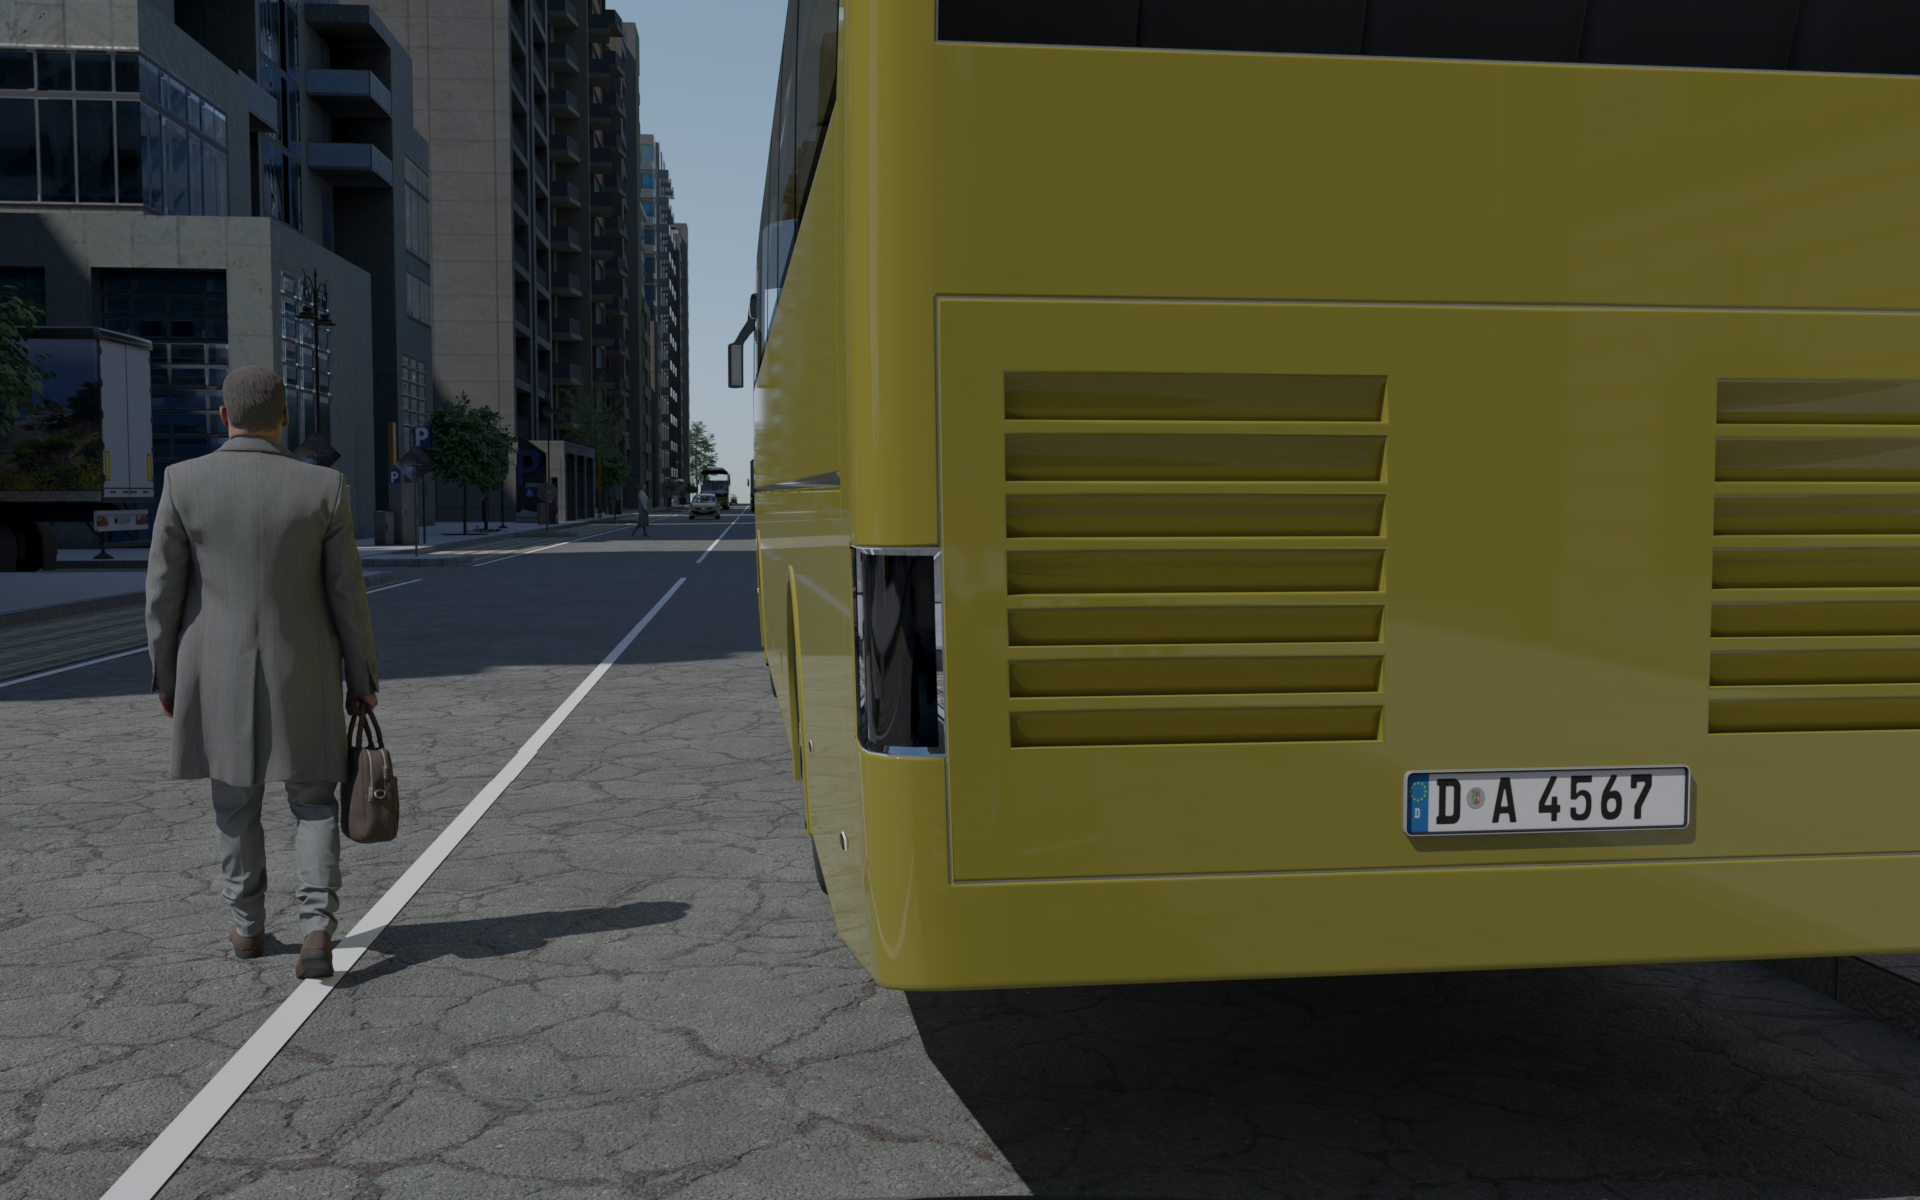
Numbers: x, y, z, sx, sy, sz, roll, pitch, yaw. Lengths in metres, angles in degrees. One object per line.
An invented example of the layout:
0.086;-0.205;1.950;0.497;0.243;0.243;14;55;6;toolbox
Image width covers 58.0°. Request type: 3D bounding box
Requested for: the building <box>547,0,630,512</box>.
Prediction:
-35.509;-28.658;123.175;22.147;44.769;28.867;0;4;-7;building

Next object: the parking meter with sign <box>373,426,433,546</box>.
-14.084;-2.904;43.738;0.543;3.016;1.738;1;4;21;parking meter with sign

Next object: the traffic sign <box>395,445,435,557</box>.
-11.130;-1.943;35.410;0.795;2.450;0.064;0;4;-7;traffic sign

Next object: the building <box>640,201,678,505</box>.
-49.814;-31.279;203.296;32.217;40.220;23.993;0;4;-7;building

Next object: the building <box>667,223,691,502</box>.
-46.957;-34.851;253.405;14.154;41.232;14.086;0;4;-7;building

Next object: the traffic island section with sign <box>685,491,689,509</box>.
-25.732;-9.337;161.281;1.989;1.847;2.006;0;4;-7;traffic island section with sign

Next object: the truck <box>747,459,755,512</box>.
-15.988;-9.404;142.667;2.839;4.237;11.283;-1;4;-8;truck

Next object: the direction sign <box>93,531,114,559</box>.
-16.934;-2.577;34.131;0.876;3.537;0.379;-3;4;-38;direction sign

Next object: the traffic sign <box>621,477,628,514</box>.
-21.507;-6.727;110.092;0.768;2.556;0.104;0;4;-1;traffic sign

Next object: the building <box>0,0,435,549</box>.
-28.891;-45.228;52.142;22.319;86.520;31.000;0;4;-7;building

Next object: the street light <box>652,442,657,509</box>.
-26.528;-10.849;150.168;0.468;5.910;1.993;0;4;-7;street light

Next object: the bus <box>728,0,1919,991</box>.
0.250;-1.076;9.147;2.896;3.916;12.252;0;4;-8;bus

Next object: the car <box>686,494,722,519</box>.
-14.614;-5.439;99.154;2.015;1.641;3.980;0;4;-6;car

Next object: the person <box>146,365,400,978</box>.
-2.074;0.205;5.244;0.694;1.812;0.767;-1;4;-19;person

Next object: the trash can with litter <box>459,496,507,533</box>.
-16.084;-2.882;58.174;1.678;1.210;2.233;-1;4;-9;trash can with litter

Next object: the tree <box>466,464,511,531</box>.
-16.469;-4.041;60.677;1.663;3.219;1.824;0;3;0;tree

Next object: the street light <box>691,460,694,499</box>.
-35.990;-15.916;233.007;0.468;5.910;1.993;0;4;-7;street light

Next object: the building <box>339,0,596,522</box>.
-29.474;-39.649;86.509;20.563;71.187;20.611;0;4;-7;building

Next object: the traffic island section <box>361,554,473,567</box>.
-11.152;-0.807;35.469;2.009;0.180;2.903;0;4;-7;traffic island section

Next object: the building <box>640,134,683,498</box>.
-49.426;-37.364;230.504;23.786;49.044;30.456;0;4;-7;building

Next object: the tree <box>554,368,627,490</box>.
-21.763;-9.297;102.366;4.737;8.622;4.395;0;3;0;tree

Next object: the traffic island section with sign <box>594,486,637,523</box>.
-16.891;-4.671;84.999;1.989;1.847;2.006;0;4;-7;traffic island section with sign

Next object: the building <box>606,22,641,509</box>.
-34.201;-28.221;145.013;14.154;41.232;14.086;0;4;-7;building

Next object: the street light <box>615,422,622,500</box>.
-22.026;-8.485;111.523;0.468;5.910;1.993;0;4;-7;street light

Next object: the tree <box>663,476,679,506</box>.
-31.437;-11.774;187.107;1.663;3.219;1.824;0;3;0;tree

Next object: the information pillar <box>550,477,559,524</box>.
-17.208;-4.221;73.507;0.304;2.012;0.304;-1;4;-17;information pillar

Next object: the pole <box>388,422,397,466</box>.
-16.139;-3.392;49.306;0.158;3.312;0.155;0;3;0;pole

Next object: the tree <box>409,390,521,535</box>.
-15.522;-4.320;54.342;4.285;4.588;4.351;0;3;0;tree

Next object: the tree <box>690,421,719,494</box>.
-40.910;-21.411;268.203;7.486;12.596;7.792;0;3;0;tree

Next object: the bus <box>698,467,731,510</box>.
-22.619;-10.332;160.473;2.896;3.916;12.252;0;4;-7;bus

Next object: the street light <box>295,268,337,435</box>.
-13.172;-3.839;35.551;0.468;5.910;1.993;0;4;-7;street light

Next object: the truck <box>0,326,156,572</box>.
-20.079;-2.496;29.726;11.283;4.237;2.839;0;4;-5;truck

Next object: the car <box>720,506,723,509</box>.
-24.190;-9.752;172.020;1.945;1.354;3.894;0;4;-5;car

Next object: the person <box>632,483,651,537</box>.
-10.647;-2.999;57.756;0.641;1.798;0.478;0;4;7;person

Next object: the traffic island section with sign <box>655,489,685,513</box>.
-22.636;-7.699;134.503;1.989;1.847;2.006;0;4;-7;traffic island section with sign

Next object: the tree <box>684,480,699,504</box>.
-35.463;-14.183;226.485;1.663;3.219;1.824;0;3;0;tree

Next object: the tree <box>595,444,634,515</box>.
-21.797;-7.528;106.789;4.285;4.588;4.351;0;3;0;tree

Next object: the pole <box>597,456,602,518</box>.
-19.276;-6.040;92.602;0.158;3.312;0.155;0;3;0;pole

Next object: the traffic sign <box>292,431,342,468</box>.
-10.211;-1.458;27.478;0.795;2.450;0.064;0;4;-7;traffic sign

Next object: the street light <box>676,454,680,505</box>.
-31.632;-13.551;194.346;0.468;5.910;1.993;0;4;-7;street light

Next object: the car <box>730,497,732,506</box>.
-28.529;-12.267;209.363;1.959;1.807;4.718;0;4;-8;car

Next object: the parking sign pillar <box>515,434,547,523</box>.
-19.081;-5.420;77.085;1.447;3.967;1.447;1;4;10;parking sign pillar

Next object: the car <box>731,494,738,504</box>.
-31.975;-14.173;241.951;2.015;1.641;3.980;0;4;-6;car

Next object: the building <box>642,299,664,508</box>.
-43.322;-19.652;166.342;27.650;21.520;28.899;0;4;-7;building

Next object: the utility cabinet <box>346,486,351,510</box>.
-14.513;-1.919;40.051;0.318;1.500;1.173;1;4;10;utility cabinet

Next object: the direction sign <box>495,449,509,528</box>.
-17.135;-4.455;64.833;0.379;3.537;0.876;1;4;17;direction sign

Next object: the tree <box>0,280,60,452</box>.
-11.546;-2.126;18.480;4.285;4.588;4.351;0;3;0;tree

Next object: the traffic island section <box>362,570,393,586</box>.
-10.234;-0.321;27.537;2.009;0.180;2.903;0;4;-7;traffic island section

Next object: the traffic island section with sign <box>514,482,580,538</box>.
-13.746;-3.002;57.714;1.989;1.847;2.006;0;4;-7;traffic island section with sign

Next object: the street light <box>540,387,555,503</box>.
-17.780;-6.243;74.865;0.468;5.910;1.993;0;4;-7;street light

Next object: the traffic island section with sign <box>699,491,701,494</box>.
-35.236;-14.350;243.250;1.989;1.847;2.006;0;4;-7;traffic island section with sign
